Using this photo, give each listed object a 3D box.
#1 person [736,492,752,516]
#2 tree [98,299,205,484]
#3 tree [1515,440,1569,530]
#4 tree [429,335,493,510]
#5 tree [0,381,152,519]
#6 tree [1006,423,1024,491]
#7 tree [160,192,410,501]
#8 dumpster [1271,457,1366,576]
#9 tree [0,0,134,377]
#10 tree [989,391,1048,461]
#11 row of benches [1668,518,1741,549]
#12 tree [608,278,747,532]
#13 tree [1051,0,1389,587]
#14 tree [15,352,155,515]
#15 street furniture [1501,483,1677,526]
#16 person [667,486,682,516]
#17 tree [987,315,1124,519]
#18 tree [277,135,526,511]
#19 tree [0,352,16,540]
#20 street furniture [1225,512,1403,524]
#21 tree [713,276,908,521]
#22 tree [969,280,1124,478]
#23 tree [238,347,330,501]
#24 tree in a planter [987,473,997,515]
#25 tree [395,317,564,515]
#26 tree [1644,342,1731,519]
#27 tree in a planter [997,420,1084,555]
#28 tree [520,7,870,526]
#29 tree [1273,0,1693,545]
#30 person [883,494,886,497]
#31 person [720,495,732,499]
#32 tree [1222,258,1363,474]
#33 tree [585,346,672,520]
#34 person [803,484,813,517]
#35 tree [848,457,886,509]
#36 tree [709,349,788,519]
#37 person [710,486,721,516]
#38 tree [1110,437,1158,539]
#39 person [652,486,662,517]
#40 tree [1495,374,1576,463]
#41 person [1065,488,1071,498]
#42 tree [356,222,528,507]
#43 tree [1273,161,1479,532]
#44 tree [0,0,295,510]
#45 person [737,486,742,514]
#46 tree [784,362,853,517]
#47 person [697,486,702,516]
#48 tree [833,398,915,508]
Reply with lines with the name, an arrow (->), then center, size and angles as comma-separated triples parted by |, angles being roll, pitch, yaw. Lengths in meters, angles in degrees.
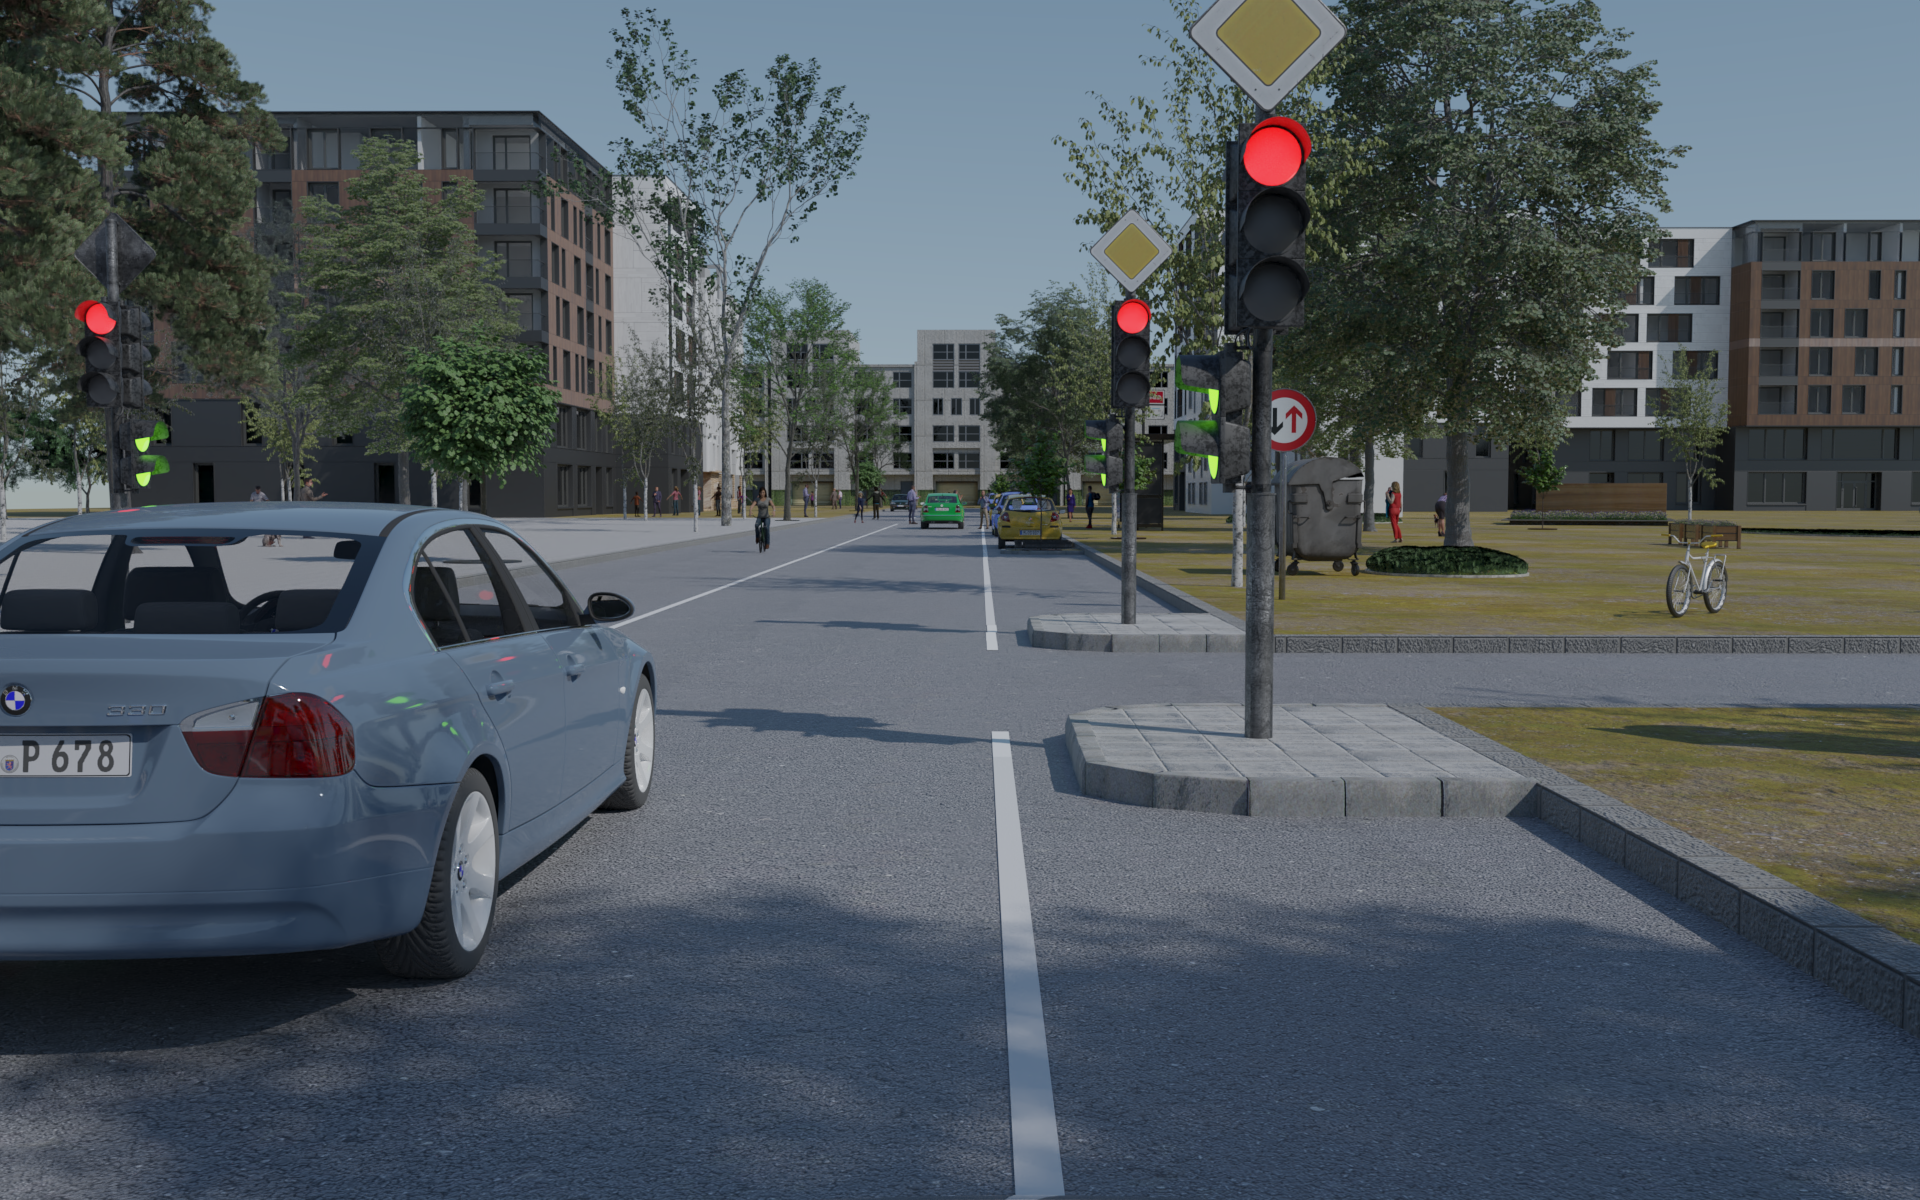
person -> -12.405, -5.517, 99.462 | 0.991, 1.433, 0.599 | -2, 4, -24
tree -> -26.019, -6.333, 53.911 | 4.360, 8.622, 3.978 | 0, 3, 0
tree -> 21.056, -4.132, 62.167 | 1.663, 3.219, 1.824 | 0, 3, 0
tree -> -23.040, -7.925, 79.936 | 4.737, 8.622, 4.395 | 0, 3, 0
tree -> -51.223, -7.558, 86.477 | 20.602, 7.101, 11.467 | -1, 4, -18
tree -> 5.583, -12.483, 154.464 | 4.360, 8.622, 3.978 | 0, 3, 0
tree -> -27.078, -9.796, 70.538 | 12.009, 13.543, 11.850 | 0, 3, 0
dumpster -> 5.743, -1.349, 27.813 | 1.264, 1.857, 1.865 | 0, 4, 1
tree -> -14.707, -6.252, 24.271 | 6.751, 12.117, 7.091 | 0, 3, 0
tree -> 6.426, -14.663, 165.499 | 9.928, 11.665, 9.643 | 0, 3, 0
row of benches -> 18.199, -1.646, 42.369 | 1.422, 0.672, 4.104 | 1, 4, 8
tree -> -9.164, -6.605, 58.350 | 4.360, 8.622, 3.978 | 0, 3, 0
tree -> 3.604, -4.491, 23.786 | 4.737, 8.622, 4.395 | 0, 3, 0
tree -> -30.907, -6.774, 61.116 | 4.737, 8.622, 4.395 | 0, 3, 0
street furniture -> 25.574, -4.073, 73.446 | 9.812, 1.723, 11.010 | 1, 4, 20
person -> -17.009, -5.903, 103.276 | 0.721, 1.743, 1.217 | 3, 5, 39
tree -> 5.491, -9.563, 90.763 | 7.601, 10.594, 8.767 | 2, 4, 26
tree -> -18.076, -8.424, 55.855 | 7.486, 12.596, 7.792 | 0, 3, 0
tree -> -26.681, -5.981, 48.156 | 4.360, 8.622, 3.978 | 0, 3, 0
street furniture -> 15.371, -3.670, 75.636 | 5.734, 0.657, 10.072 | 3, 5, 41
tree -> -8.096, -9.571, 82.241 | 9.928, 11.665, 9.643 | 0, 3, 0
tree -> 5.354, -12.132, 105.007 | 9.857, 13.997, 8.962 | 0, 3, 0
tree -> -34.006, -8.382, 87.401 | 4.737, 8.622, 4.395 | 0, 3, 0
tree in a planter -> 2.853, -7.472, 119.381 | 1.991, 3.239, 1.994 | 0, 4, 1
tree -> -8.955, -2.969, 32.259 | 4.285, 4.588, 4.351 | 0, 3, 0
tree -> 35.134, -8.126, 83.228 | 4.737, 8.622, 4.395 | 0, 3, 0
tree in a planter -> 1.969, -2.730, 41.863 | 1.991, 3.239, 1.994 | 0, 4, 1
tree -> -10.859, -13.067, 69.532 | 12.611, 20.169, 13.585 | 0, 3, 0
tree -> 10.861, -7.991, 37.311 | 9.857, 13.997, 8.962 | 0, 3, 0
person -> -7.669, -9.797, 166.232 | 1.348, 1.823, 0.705 | 1, 4, 16
person -> -15.503, -6.626, 114.898 | 0.721, 1.766, 1.217 | 2, 4, 33
tree -> 16.188, -10.934, 86.188 | 7.806, 13.903, 7.818 | 0, 3, 0
tree -> -16.622, -8.350, 86.889 | 4.737, 8.622, 4.395 | 0, 3, 0
person -> -8.431, -5.527, 96.285 | 0.599, 1.838, 0.709 | -1, 4, -14
tree -> -8.259, -10.317, 152.393 | 4.285, 4.588, 4.351 | 0, 3, 0
tree -> -10.864, -8.475, 88.921 | 4.737, 8.622, 4.395 | 0, 3, 0
person -> -13.938, -5.655, 99.329 | 0.721, 1.723, 1.217 | 2, 4, 27
tree -> 4.832, -3.336, 49.149 | 1.663, 3.219, 1.824 | 0, 3, 0
person -> -17.016, -5.516, 97.156 | 0.541, 1.710, 0.530 | 1, 4, 17
tree -> 28.981, -8.346, 86.817 | 4.737, 8.622, 4.395 | 0, 3, 0
person -> 8.974, -8.305, 141.929 | 0.705, 1.812, 1.348 | -1, 4, -22
tree -> -14.333, -5.960, 47.813 | 4.360, 8.622, 3.978 | 0, 3, 0
tree -> 13.847, -8.592, 58.603 | 7.486, 12.596, 7.792 | 0, 3, 0
tree -> -18.221, -7.901, 36.603 | 7.806, 13.903, 7.818 | 0, 3, 0
person -> -14.337, -6.535, 112.847 | 0.705, 1.831, 1.348 | 0, 4, 2
tree -> -7.989, -8.901, 95.889 | 4.360, 8.622, 3.978 | 0, 3, 0
person -> -15.664, -5.902, 103.254 | 0.721, 1.743, 1.217 | -1, 4, -12
tree -> -7.665, -13.886, 161.448 | 7.601, 10.594, 8.767 | 2, 4, 24
